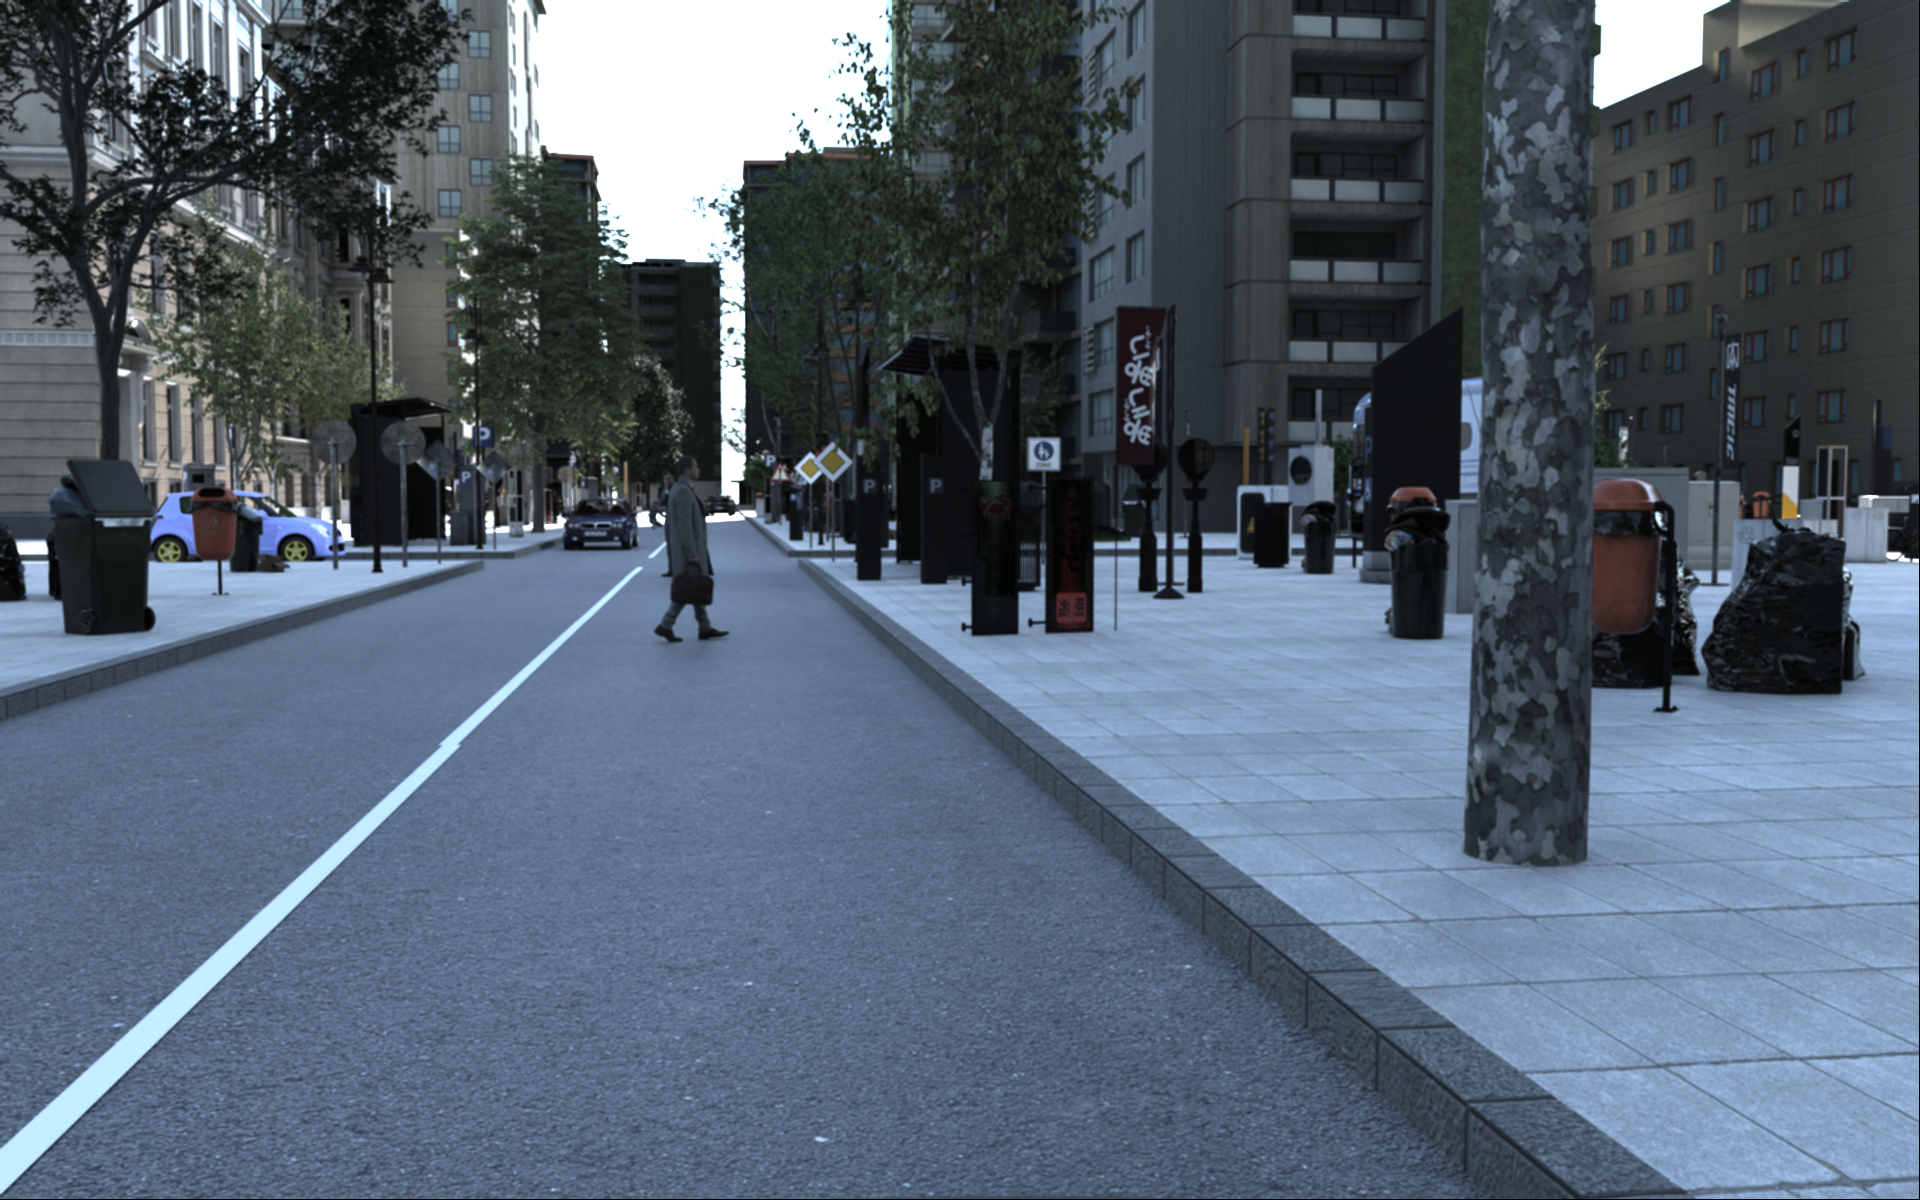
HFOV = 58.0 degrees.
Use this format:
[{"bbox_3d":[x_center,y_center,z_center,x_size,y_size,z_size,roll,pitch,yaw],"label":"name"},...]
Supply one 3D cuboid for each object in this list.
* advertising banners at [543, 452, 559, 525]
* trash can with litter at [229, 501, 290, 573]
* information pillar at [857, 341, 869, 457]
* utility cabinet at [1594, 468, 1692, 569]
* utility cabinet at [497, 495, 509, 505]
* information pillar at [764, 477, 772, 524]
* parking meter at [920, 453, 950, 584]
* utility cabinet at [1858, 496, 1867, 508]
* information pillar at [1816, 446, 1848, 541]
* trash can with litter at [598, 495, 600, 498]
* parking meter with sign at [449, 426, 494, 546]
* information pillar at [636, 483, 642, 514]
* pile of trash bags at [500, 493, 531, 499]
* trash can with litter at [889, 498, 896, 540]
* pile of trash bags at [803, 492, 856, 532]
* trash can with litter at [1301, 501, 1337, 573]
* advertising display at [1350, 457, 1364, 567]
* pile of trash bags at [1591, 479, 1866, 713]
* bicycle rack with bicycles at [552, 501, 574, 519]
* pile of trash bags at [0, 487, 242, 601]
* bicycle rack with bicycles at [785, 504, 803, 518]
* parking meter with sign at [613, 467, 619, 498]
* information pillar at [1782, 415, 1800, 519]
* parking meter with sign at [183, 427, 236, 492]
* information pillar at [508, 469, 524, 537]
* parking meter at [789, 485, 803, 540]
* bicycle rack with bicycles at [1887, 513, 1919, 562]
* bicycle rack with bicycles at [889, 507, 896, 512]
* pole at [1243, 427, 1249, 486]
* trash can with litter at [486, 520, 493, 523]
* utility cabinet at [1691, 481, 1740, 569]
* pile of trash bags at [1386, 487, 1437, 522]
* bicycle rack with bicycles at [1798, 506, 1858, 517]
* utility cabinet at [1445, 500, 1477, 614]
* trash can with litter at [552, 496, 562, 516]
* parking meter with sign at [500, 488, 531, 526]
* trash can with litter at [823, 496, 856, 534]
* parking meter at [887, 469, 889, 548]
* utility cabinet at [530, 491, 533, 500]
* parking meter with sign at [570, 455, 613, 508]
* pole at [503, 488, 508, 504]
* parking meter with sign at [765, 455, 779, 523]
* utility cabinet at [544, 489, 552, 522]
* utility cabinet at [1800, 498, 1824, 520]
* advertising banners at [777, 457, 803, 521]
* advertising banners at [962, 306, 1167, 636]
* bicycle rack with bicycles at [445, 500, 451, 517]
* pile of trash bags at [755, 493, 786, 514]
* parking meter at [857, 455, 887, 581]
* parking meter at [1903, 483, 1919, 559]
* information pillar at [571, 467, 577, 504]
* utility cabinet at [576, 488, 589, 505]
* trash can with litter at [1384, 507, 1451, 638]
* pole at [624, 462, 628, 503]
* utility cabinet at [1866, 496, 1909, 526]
[{"bbox_3d":[-17.241,-4.669,72.530,0.090,3.025,2.074,0,4,8],"label":"advertising banners"},{"bbox_3d":[-11.582,-1.052,28.584,1.055,1.170,0.624,1,4,13],"label":"trash can with litter"},{"bbox_3d":[-1.467,-2.142,26.372,0.183,3.616,0.504,1,4,9],"label":"information pillar"},{"bbox_3d":[5.511,-0.366,14.667,1.173,1.500,0.318,0,4,-4],"label":"utility cabinet"},{"bbox_3d":[-24.970,-5.116,94.812,1.020,1.237,0.306,1,4,13],"label":"utility cabinet"},{"bbox_3d":[-8.235,-4.273,74.358,0.304,2.012,0.304,0,4,-2],"label":"information pillar"},{"bbox_3d":[-0.355,-1.165,24.762,0.399,1.863,0.255,-1,4,-11],"label":"parking meter"},{"bbox_3d":[24.675,-2.180,46.804,0.306,1.237,1.020,0,3,0],"label":"utility cabinet"},{"bbox_3d":[13.303,-1.344,26.466,0.304,2.012,0.304,-1,4,-10],"label":"information pillar"},{"bbox_3d":[-21.042,-5.355,98.604,2.233,1.210,1.678,-1,4,-12],"label":"trash can with litter"},{"bbox_3d":[-12.345,-2.901,43.697,0.543,3.016,1.738,0,4,8],"label":"parking meter with sign"},{"bbox_3d":[-21.034,-6.671,113.557,0.304,2.012,0.304,1,4,13],"label":"information pillar"},{"bbox_3d":[-26.764,-5.736,103.540,1.912,1.369,3.447,-3,4,-38],"label":"pile of trash bags"},{"bbox_3d":[-2.134,-2.303,49.036,1.055,1.170,0.624,3,4,38],"label":"trash can with litter"},{"bbox_3d":[-4.460,-3.043,59.503,1.912,1.369,3.447,0,4,-7],"label":"pile of trash bags"},{"bbox_3d":[5.754,-1.027,28.180,0.624,1.170,1.055,0,4,-1],"label":"trash can with litter"},{"bbox_3d":[7.253,-1.516,29.999,0.974,1.923,0.123,2,4,34],"label":"advertising display"},{"bbox_3d":[4.828,-0.107,11.495,1.912,1.369,3.447,3,4,36],"label":"pile of trash bags"},{"bbox_3d":[-20.833,-4.672,89.766,2.852,0.926,2.925,-3,4,-37],"label":"bicycle rack with bicycles"},{"bbox_3d":[-10.749,-0.719,21.504,3.447,1.369,1.912,-1,4,-14],"label":"pile of trash bags"},{"bbox_3d":[-8.327,-4.849,92.655,2.852,0.926,2.925,2,4,30],"label":"bicycle rack with bicycles"},{"bbox_3d":[-22.522,-7.003,110.756,1.738,3.016,0.543,3,5,44],"label":"parking meter with sign"},{"bbox_3d":[24.658,-3.671,51.372,0.504,3.616,0.183,-1,4,-12],"label":"information pillar"},{"bbox_3d":[-19.539,-2.947,44.440,1.738,3.016,0.543,-3,4,-39],"label":"parking meter with sign"},{"bbox_3d":[-13.178,-2.869,51.395,0.304,2.012,0.304,2,4,27],"label":"information pillar"},{"bbox_3d":[-4.539,-2.422,48.003,0.372,1.533,0.369,0,3,0],"label":"parking meter"},{"bbox_3d":[18.961,-1.136,31.961,2.852,0.926,2.925,0,4,-7],"label":"bicycle rack with bicycles"},{"bbox_3d":[-2.419,-4.714,90.461,2.925,0.926,2.852,1,4,19],"label":"bicycle rack with bicycles"},{"bbox_3d":[8.736,-3.613,52.922,0.158,3.312,0.155,0,3,0],"label":"pole"},{"bbox_3d":[-21.547,-4.078,77.732,1.678,1.210,2.233,-1,4,-14],"label":"trash can with litter"},{"bbox_3d":[12.561,-1.264,29.345,1.173,1.500,0.318,0,4,-3],"label":"utility cabinet"},{"bbox_3d":[7.065,-0.751,22.038,3.447,1.369,1.912,-1,4,-12],"label":"pile of trash bags"},{"bbox_3d":[26.846,-2.463,53.657,2.852,0.926,2.925,1,4,10],"label":"bicycle rack with bicycles"},{"bbox_3d":[5.773,-0.464,18.749,1.020,1.237,0.306,-1,4,-16],"label":"utility cabinet"},{"bbox_3d":[-23.726,-5.466,100.752,1.055,1.170,0.624,-2,4,-24],"label":"trash can with litter"},{"bbox_3d":[-17.867,-4.538,70.456,1.738,3.016,0.543,0,4,0],"label":"parking meter with sign"},{"bbox_3d":[-3.577,-2.773,56.389,2.233,1.210,1.678,-2,4,-34],"label":"trash can with litter"},{"bbox_3d":[-1.905,-2.163,41.078,0.399,1.863,0.255,-1,4,-17],"label":"parking meter"},{"bbox_3d":[-27.912,-6.314,111.907,1.173,1.500,0.318,-1,4,-19],"label":"utility cabinet"},{"bbox_3d":[-16.593,-4.980,77.682,0.543,3.016,1.738,3,5,44],"label":"parking meter with sign"},{"bbox_3d":[-19.470,-4.912,74.148,0.158,3.312,0.155,0,3,0],"label":"pole"},{"bbox_3d":[-8.352,-4.959,77.333,0.543,3.016,1.738,0,4,-1],"label":"parking meter with sign"},{"bbox_3d":[-18.650,-4.229,77.820,0.318,1.500,1.173,0,4,5],"label":"utility cabinet"},{"bbox_3d":[12.317,-0.853,25.105,0.306,1.237,1.020,2,4,25],"label":"utility cabinet"},{"bbox_3d":[-8.202,-5.335,83.419,0.090,3.025,2.074,2,4,32],"label":"advertising banners"},{"bbox_3d":[0.988,-1.210,15.965,2.074,3.025,0.090,-1,4,-22],"label":"advertising banners"},{"bbox_3d":[-28.162,-5.037,95.733,2.925,0.926,2.852,1,4,22],"label":"bicycle rack with bicycles"},{"bbox_3d":[-12.341,-6.216,111.380,1.912,1.369,3.447,1,4,16],"label":"pile of trash bags"},{"bbox_3d":[-1.332,-1.226,25.762,0.399,1.863,0.255,0,4,-3],"label":"parking meter"},{"bbox_3d":[18.945,-1.586,34.347,0.372,1.533,0.369,0,3,0],"label":"parking meter"},{"bbox_3d":[-24.141,-7.144,108.167,0.504,3.616,0.183,2,4,35],"label":"information pillar"},{"bbox_3d":[-14.768,-3.614,67.761,0.318,1.500,1.173,-1,4,-22],"label":"utility cabinet"},{"bbox_3d":[4.054,-0.263,15.690,0.624,1.170,1.055,0,4,1],"label":"trash can with litter"},{"bbox_3d":[-20.990,-7.030,108.782,0.158,3.312,0.155,0,3,0],"label":"pole"},{"bbox_3d":[23.777,-2.021,44.199,1.020,1.237,0.306,1,4,11],"label":"utility cabinet"}]
